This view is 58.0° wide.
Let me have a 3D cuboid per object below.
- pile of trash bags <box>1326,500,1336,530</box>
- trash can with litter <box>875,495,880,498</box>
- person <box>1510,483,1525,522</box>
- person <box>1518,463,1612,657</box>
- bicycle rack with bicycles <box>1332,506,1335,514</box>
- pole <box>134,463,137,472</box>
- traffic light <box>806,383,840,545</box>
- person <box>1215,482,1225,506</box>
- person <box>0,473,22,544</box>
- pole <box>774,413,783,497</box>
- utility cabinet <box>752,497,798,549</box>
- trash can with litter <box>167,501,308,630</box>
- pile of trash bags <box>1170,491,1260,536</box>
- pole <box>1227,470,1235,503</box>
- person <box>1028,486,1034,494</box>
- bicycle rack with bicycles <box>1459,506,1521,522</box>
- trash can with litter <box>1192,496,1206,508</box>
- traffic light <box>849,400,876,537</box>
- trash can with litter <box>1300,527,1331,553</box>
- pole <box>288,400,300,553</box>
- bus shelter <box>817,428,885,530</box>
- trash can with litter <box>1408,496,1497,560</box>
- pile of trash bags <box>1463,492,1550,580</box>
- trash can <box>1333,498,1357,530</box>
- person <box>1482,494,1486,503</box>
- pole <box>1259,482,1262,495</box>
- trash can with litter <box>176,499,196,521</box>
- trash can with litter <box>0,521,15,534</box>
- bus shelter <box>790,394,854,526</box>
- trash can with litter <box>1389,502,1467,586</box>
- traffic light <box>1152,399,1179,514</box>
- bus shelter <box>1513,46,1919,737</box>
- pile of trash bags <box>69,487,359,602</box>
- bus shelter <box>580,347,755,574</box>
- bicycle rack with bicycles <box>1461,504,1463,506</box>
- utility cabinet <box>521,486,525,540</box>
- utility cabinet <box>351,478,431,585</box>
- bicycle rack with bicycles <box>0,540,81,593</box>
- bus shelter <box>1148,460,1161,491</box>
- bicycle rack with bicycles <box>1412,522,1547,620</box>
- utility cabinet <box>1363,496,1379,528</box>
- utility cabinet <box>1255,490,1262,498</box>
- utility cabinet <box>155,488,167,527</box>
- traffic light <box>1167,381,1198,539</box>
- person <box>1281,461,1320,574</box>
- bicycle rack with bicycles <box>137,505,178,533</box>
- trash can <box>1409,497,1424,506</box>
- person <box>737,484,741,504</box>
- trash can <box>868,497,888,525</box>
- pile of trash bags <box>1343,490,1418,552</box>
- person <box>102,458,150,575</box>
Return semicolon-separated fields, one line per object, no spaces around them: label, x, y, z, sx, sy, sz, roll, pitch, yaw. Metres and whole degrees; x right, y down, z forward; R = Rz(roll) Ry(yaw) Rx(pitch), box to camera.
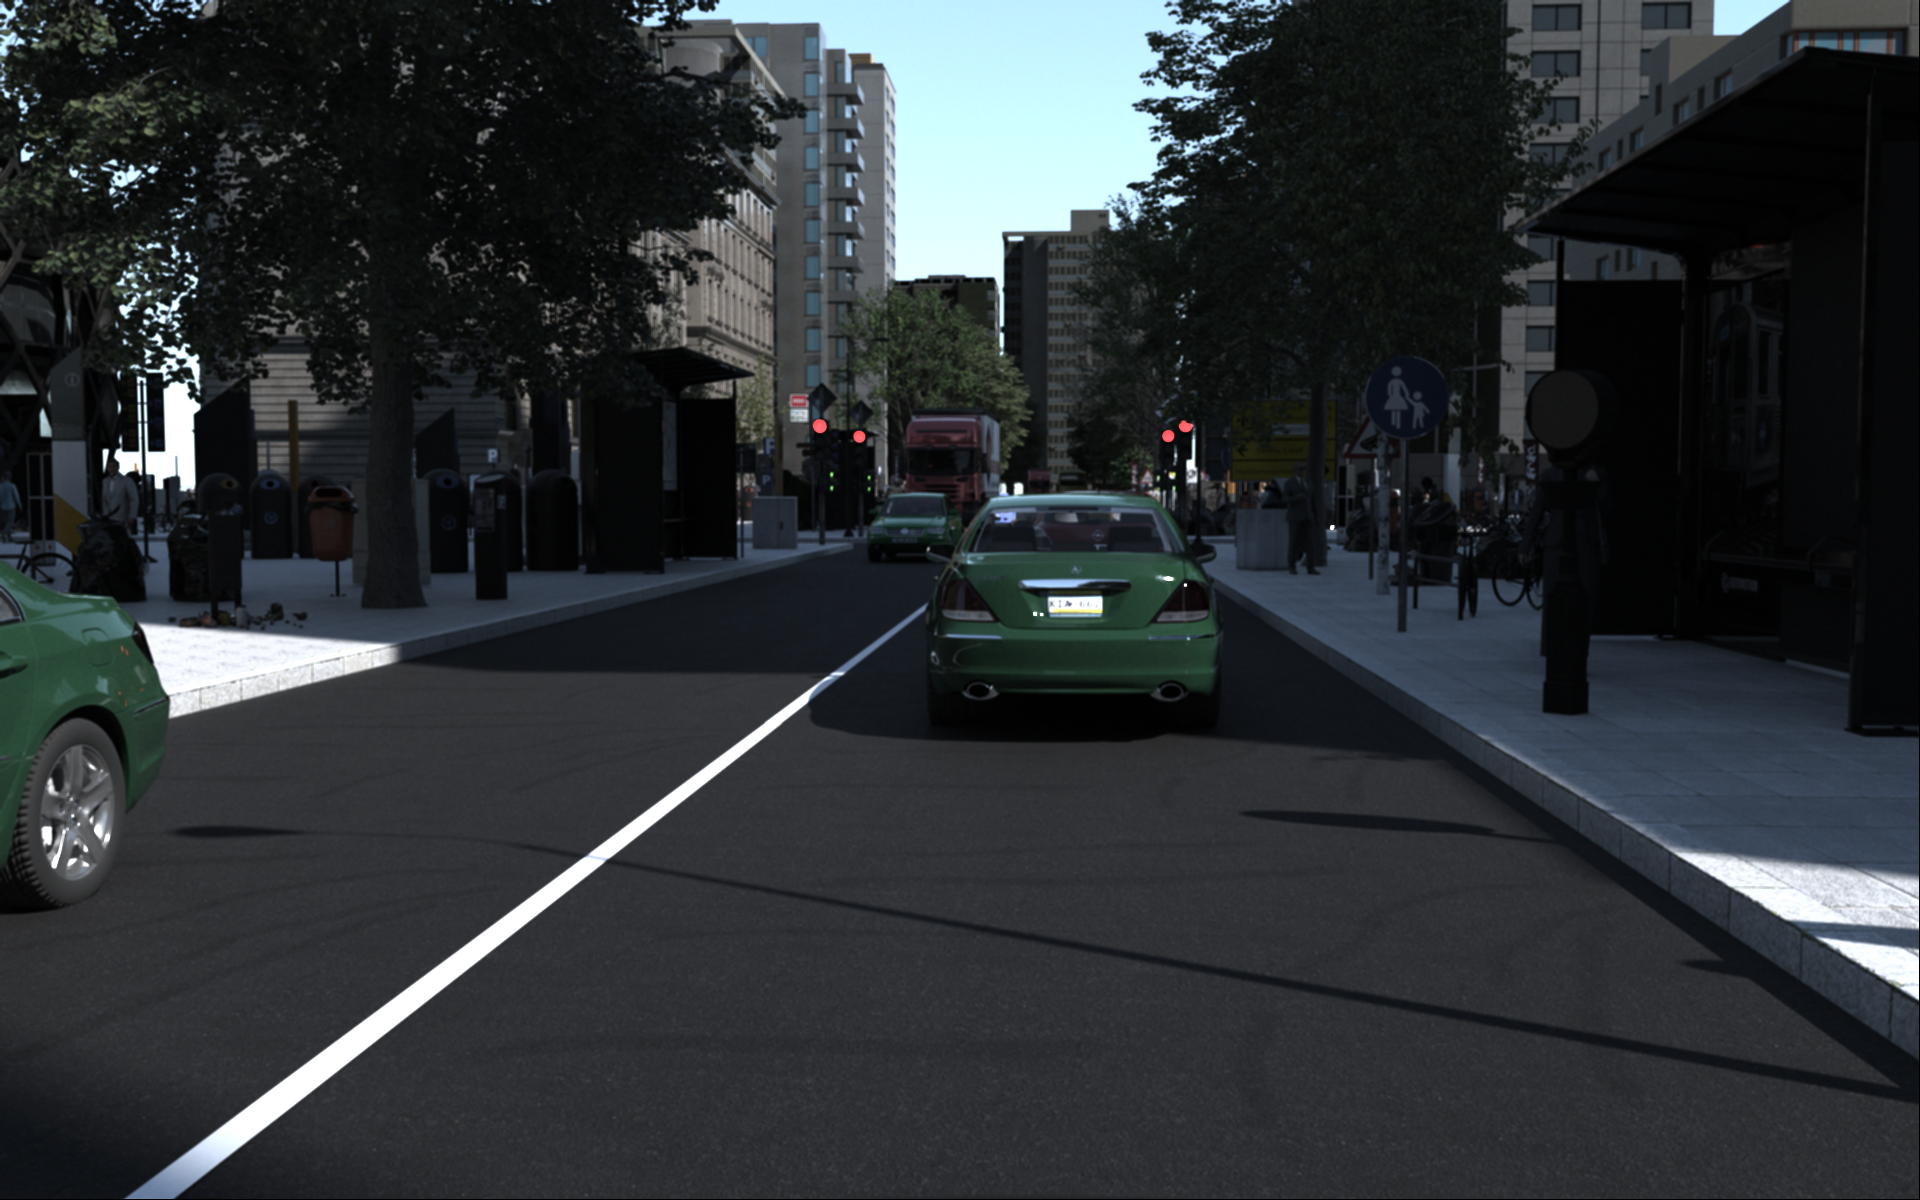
pile of trash bags;13.325;-3.246;62.823;3.447;1.369;1.912;1;4;8
trash can with litter;-4.427;-4.700;87.907;1.678;1.210;2.233;1;4;17
person;24.640;-4.291;76.546;0.623;1.781;0.721;1;4;23
person;4.261;-0.348;12.158;0.576;1.772;0.534;-1;4;-12
bicycle rack with bicycles;17.272;-3.692;73.743;2.852;0.926;2.925;-1;4;-16
pole;-53.394;-7.243;112.272;0.158;3.312;0.155;0;3;0
traffic light;-3.468;-3.349;43.681;0.839;4.253;0.868;0;4;4
person;11.209;-4.275;76.152;1.509;1.804;0.699;-2;4;-29
person;-24.856;-2.397;45.102;0.638;1.841;0.748;1;4;15
pole;-4.580;-3.055;43.791;0.158;3.312;0.155;0;3;0
utility cabinet;-4.330;-1.797;40.543;1.020;1.237;0.306;1;4;10
trash can with litter;-7.111;-0.390;17.439;1.678;1.210;2.233;0;4;2
pile of trash bags;7.907;-2.654;53.143;1.912;1.369;3.447;-2;4;-34
pole;10.725;-4.540;68.080;0.158;3.312;0.155;0;3;0
person;2.503;-3.195;61.492;0.466;1.731;0.760;-1;4;-20
bicycle rack with bicycles;12.765;-1.717;41.462;2.925;0.926;2.852;0;4;8
trash can with litter;9.307;-3.276;64.615;2.233;1.210;1.678;-1;4;-10
traffic light;-2.942;-3.837;51.649;0.839;4.253;0.868;0;4;4
trash can with litter;7.553;-1.621;37.886;1.055;1.170;0.624;-2;4;-25
pole;-14.484;-2.683;37.703;0.158;3.312;0.155;0;3;0
bus shelter;-4.005;-4.475;64.448;1.731;3.624;6.357;0;4;4
trash can with litter;9.636;-1.403;33.996;2.233;1.210;1.678;0;4;1
pile of trash bags;9.587;-1.046;26.861;3.447;1.369;1.912;-3;4;-36
trash can;13.252;-2.946;59.820;0.748;1.137;0.748;0;3;0
person;25.841;-4.623;85.913;0.425;1.301;0.394;-3;4;-39
pole;18.823;-7.001;108.312;0.158;3.312;0.155;0;3;0
trash can with litter;-19.425;-1.951;43.292;1.055;1.170;0.624;3;4;37
trash can with litter;-30.972;-2.696;55.138;1.678;1.210;2.233;0;4;5
bus shelter;-5.551;-5.773;72.019;2.179;5.291;8.768;0;4;4
trash can with litter;6.526;-0.788;24.278;1.055;1.170;0.624;-2;4;-27
traffic light;6.100;-3.801;51.070;0.839;4.253;0.868;0;4;4
bus shelter;5.496;-1.278;12.172;1.731;3.624;6.357;0;4;4
pile of trash bags;-9.173;-0.705;21.279;3.447;1.369;1.912;-1;4;-9
bus shelter;-5.059;-2.417;30.803;1.731;3.624;6.357;0;4;4
bicycle rack with bicycles;17.326;-3.030;62.929;2.852;0.926;2.925;-3;5;-42
utility cabinet;-11.342;-2.172;44.186;0.318;1.500;1.173;1;4;9
utility cabinet;-7.968;-0.953;24.262;1.173;1.500;0.318;2;4;26
bicycle rack with bicycles;-10.953;-0.290;18.117;2.925;0.926;2.852;-1;4;-21
bus shelter;12.756;-7.740;117.826;1.731;3.624;6.357;0;4;4
bicycle rack with bicycles;6.111;-0.322;18.641;2.852;0.926;2.925;0;4;1
utility cabinet;9.700;-1.812;40.794;0.306;1.237;1.020;0;4;3
utility cabinet;19.790;-6.593;116.474;0.318;1.500;1.173;-3;4;-37
utility cabinet;-30.868;-3.562;66.918;0.318;1.500;1.173;-2;4;-30
traffic light;5.574;-3.314;43.102;0.839;4.253;0.868;0;4;4
person;5.474;-1.310;27.633;0.661;1.801;0.590;-1;4;-20
bicycle rack with bicycles;-26.292;-2.756;58.447;2.925;0.926;2.852;-2;4;-34
trash can;19.145;-3.713;72.359;0.748;1.137;0.748;0;3;0
person;-12.559;-5.627;98.006;0.622;1.834;0.822;-1;4;-18
trash can;-2.798;-2.946;59.822;0.748;1.137;0.748;0;3;0
pile of trash bags;9.503;-1.754;38.437;1.912;1.369;3.447;1;4;11
person;-13.067;-1.292;27.016;0.661;1.843;0.795;1;4;16
